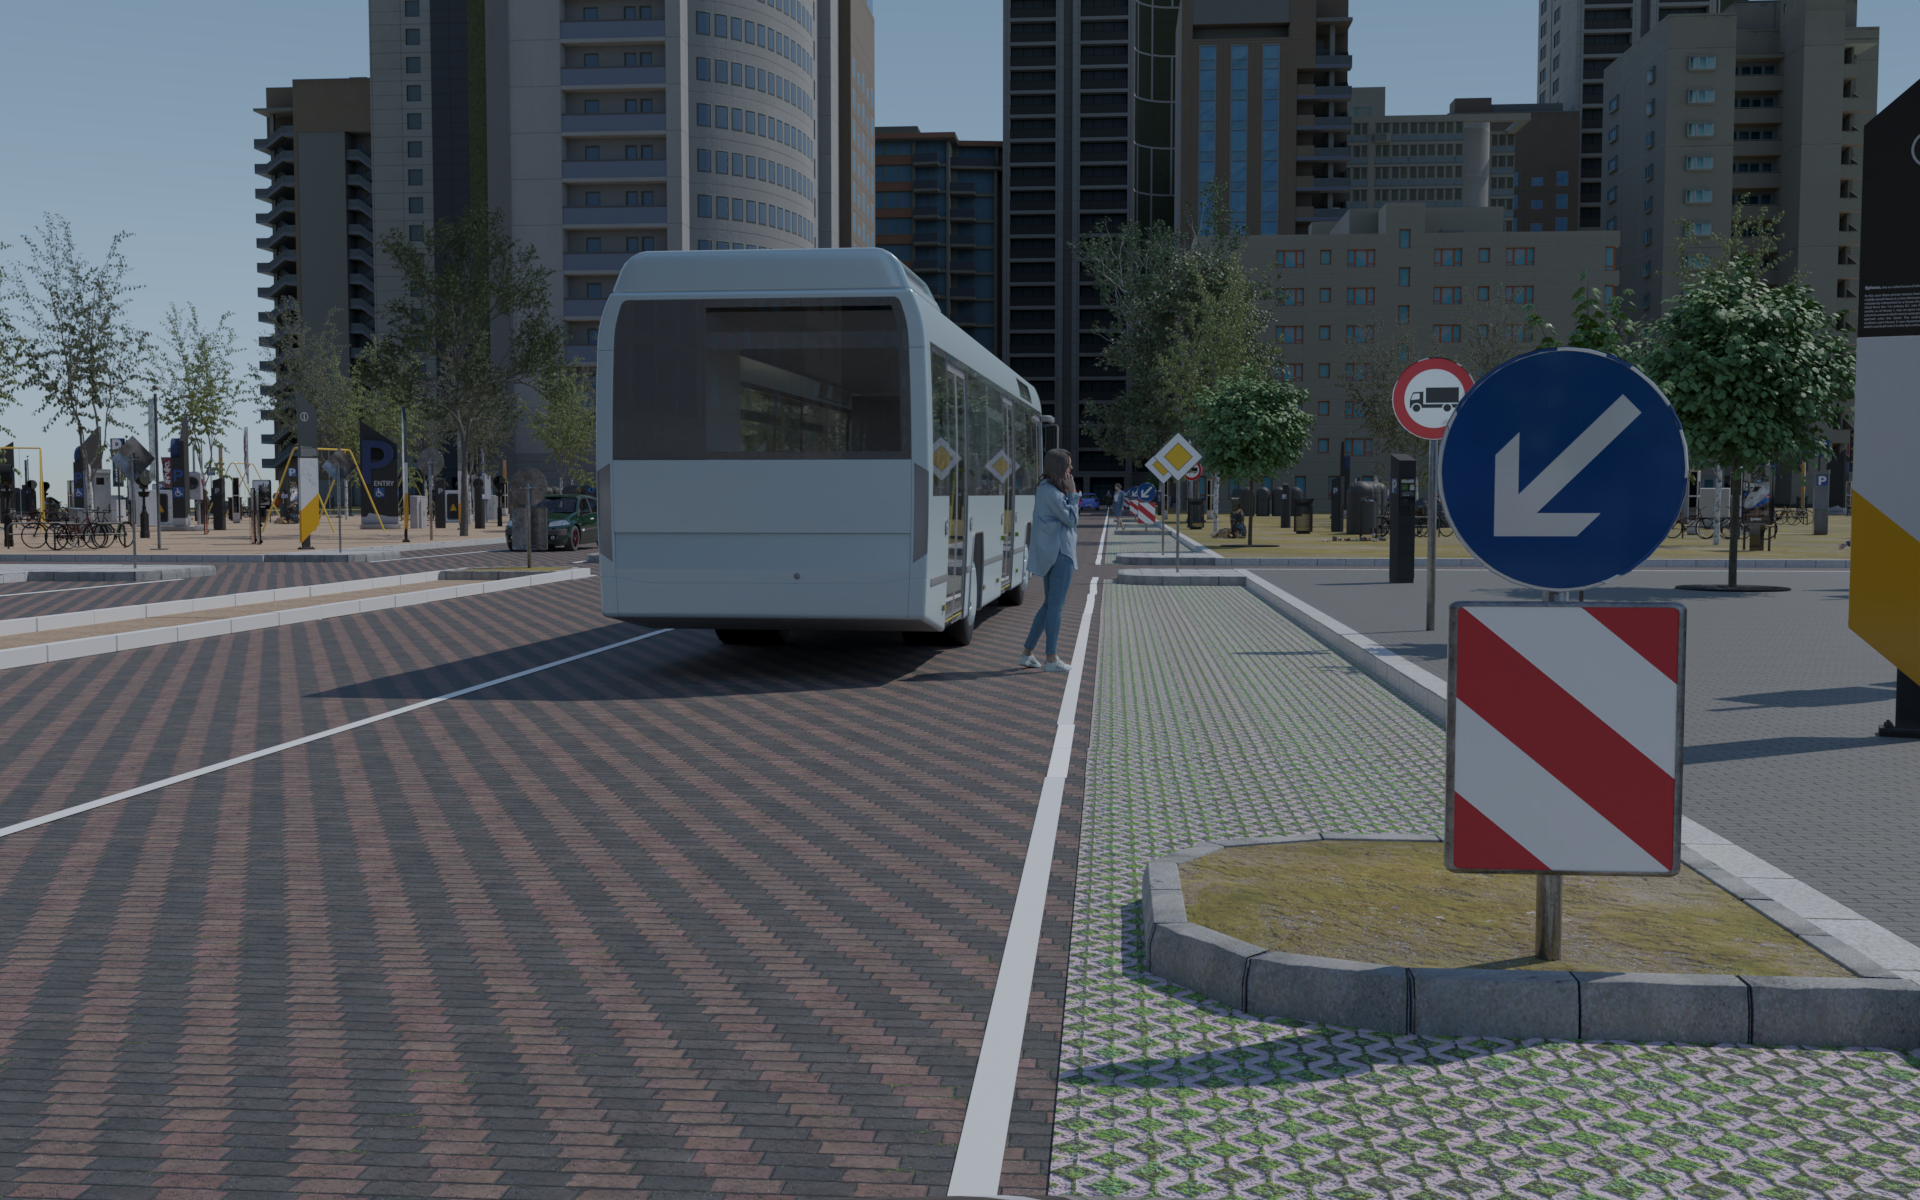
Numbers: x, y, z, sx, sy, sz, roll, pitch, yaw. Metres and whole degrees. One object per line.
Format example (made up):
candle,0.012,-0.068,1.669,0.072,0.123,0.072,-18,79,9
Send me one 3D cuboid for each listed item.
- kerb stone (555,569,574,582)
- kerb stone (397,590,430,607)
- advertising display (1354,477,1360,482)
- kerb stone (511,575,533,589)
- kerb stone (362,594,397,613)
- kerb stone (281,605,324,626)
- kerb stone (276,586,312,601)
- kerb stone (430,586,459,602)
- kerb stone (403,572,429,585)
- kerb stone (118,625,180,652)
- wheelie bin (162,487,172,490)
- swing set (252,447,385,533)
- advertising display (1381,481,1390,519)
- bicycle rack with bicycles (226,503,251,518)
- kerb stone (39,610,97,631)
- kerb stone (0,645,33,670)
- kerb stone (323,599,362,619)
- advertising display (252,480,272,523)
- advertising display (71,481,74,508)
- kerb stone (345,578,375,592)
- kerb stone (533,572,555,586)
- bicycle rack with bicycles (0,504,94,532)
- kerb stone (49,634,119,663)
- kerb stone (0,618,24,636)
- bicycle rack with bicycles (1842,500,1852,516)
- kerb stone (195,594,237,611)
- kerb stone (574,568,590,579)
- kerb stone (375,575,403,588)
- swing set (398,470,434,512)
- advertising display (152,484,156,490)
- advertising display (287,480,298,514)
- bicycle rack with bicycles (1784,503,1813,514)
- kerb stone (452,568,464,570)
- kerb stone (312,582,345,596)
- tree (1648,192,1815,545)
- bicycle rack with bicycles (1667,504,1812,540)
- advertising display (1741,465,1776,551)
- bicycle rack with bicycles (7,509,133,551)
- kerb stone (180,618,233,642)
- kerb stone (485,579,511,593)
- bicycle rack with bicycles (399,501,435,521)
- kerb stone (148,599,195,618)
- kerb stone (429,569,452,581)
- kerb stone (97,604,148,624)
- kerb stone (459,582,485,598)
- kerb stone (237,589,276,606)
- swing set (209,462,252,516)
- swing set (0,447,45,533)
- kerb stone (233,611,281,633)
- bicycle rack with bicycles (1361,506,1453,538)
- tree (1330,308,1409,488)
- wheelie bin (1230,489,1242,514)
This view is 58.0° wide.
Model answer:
kerb stone,-6.605,-0.381,28.486,0.120,0.150,1.000,0,4,5
kerb stone,-7.133,-0.010,22.352,0.120,0.150,1.000,0,4,5
advertising display,15.021,-3.690,65.550,0.123,1.923,0.974,0,4,8
kerb stone,-6.783,-0.256,26.434,0.120,0.150,1.000,0,4,5
kerb stone,-7.228,0.053,21.332,0.120,0.150,1.000,0,4,5
kerb stone,-7.396,0.179,19.290,0.120,0.150,1.000,0,4,5
kerb stone,-9.137,-0.083,23.554,0.120,0.150,1.000,0,4,5
kerb stone,-7.048,-0.072,23.370,0.120,0.150,1.000,0,4,5
kerb stone,-8.778,-0.331,27.648,0.120,0.150,1.000,0,4,5
kerb stone,-7.666,0.366,16.232,0.120,0.150,1.000,0,4,5
wheelie bin,-36.534,-4.410,80.005,0.693,1.594,0.980,1,4,21
swing set,-21.744,-3.751,58.956,2.862,2.851,3.119,1,4,16
advertising display,21.468,-5.061,87.956,0.974,1.923,0.123,-3,4,-38
bicycle rack with bicycles,-39.044,-4.956,94.419,2.925,0.926,2.852,-3,5,-41
kerb stone,-9.579,0.231,18.464,0.120,0.150,1.000,0,4,5
kerb stone,-7.845,0.490,14.187,0.120,0.150,1.000,0,4,5
kerb stone,-7.316,0.115,20.309,0.120,0.150,1.000,0,4,5
advertising display,-31.278,-4.429,77.630,0.974,1.923,0.123,1,4,20
advertising display,-42.250,-4.756,82.975,0.974,1.923,0.123,2,4,33
kerb stone,-8.955,-0.205,25.599,0.120,0.150,1.000,0,4,5
kerb stone,-6.687,-0.322,27.456,0.120,0.150,1.000,0,4,5
bicycle rack with bicycles,-34.296,-3.148,64.852,2.925,0.926,2.852,-1,4,-21
kerb stone,-7.755,0.428,15.205,0.120,0.150,1.000,0,4,5
kerb stone,-9.670,0.291,17.437,0.120,0.150,1.000,0,4,5
bicycle rack with bicycles,52.085,-5.279,99.698,2.852,0.926,2.925,3,5,42
kerb stone,-9.319,0.048,21.519,0.120,0.150,1.000,0,4,5
kerb stone,-6.508,-0.447,29.503,0.120,0.150,1.000,0,4,5
kerb stone,-8.871,-0.268,26.624,0.120,0.150,1.000,0,4,5
swing set,-35.965,-7.093,113.598,2.862,2.851,3.119,0,4,-6
advertising display,-49.732,-6.270,107.725,0.974,1.923,0.123,0,4,4
advertising display,-31.527,-4.687,81.853,0.123,1.923,0.974,0,4,0
bicycle rack with bicycles,33.995,-3.586,72.015,2.925,0.926,2.852,1,4,22
kerb stone,-8.600,-0.458,29.688,0.120,0.150,1.000,0,4,5
kerb stone,-9.037,-0.141,24.575,0.120,0.150,1.000,0,4,5
tree,19.217,-5.693,43.443,4.737,8.622,4.395,0,3,0
bicycle rack with bicycles,22.087,-2.215,49.593,2.852,0.926,2.925,-2,4,-32
advertising display,18.070,-2.081,39.233,0.123,1.923,0.974,-1,4,-13
bicycle rack with bicycles,-20.807,-1.676,40.786,2.852,0.926,2.925,2,4,30
kerb stone,-7.576,0.308,17.251,0.120,0.150,1.000,0,4,5
kerb stone,-6.858,-0.192,25.406,0.120,0.150,1.000,0,4,5
bicycle rack with bicycles,-25.973,-4.289,83.505,2.925,0.926,2.852,-2,4,-24
kerb stone,-9.403,0.106,20.500,0.120,0.150,1.000,0,4,5
kerb stone,-8.693,-0.396,28.670,0.120,0.150,1.000,0,4,5
kerb stone,-9.499,0.166,19.482,0.120,0.150,1.000,0,4,5
kerb stone,-6.957,-0.133,24.388,0.120,0.150,1.000,0,4,5
kerb stone,-9.228,-0.020,22.536,0.120,0.150,1.000,0,4,5
swing set,-35.953,-5.462,86.926,2.862,2.851,3.119,0,4,-4
swing set,-32.127,-3.652,57.333,3.119,2.851,2.862,-2,4,-26
kerb stone,-7.487,0.246,18.273,0.120,0.150,1.000,0,4,5
bicycle rack with bicycles,13.370,-2.352,51.834,2.925,0.926,2.852,0,4,-4
tree,16.951,-7.282,69.420,4.360,8.622,3.978,0,3,0
wheelie bin,16.413,-5.780,102.404,0.980,1.594,0.693,3,5,40
